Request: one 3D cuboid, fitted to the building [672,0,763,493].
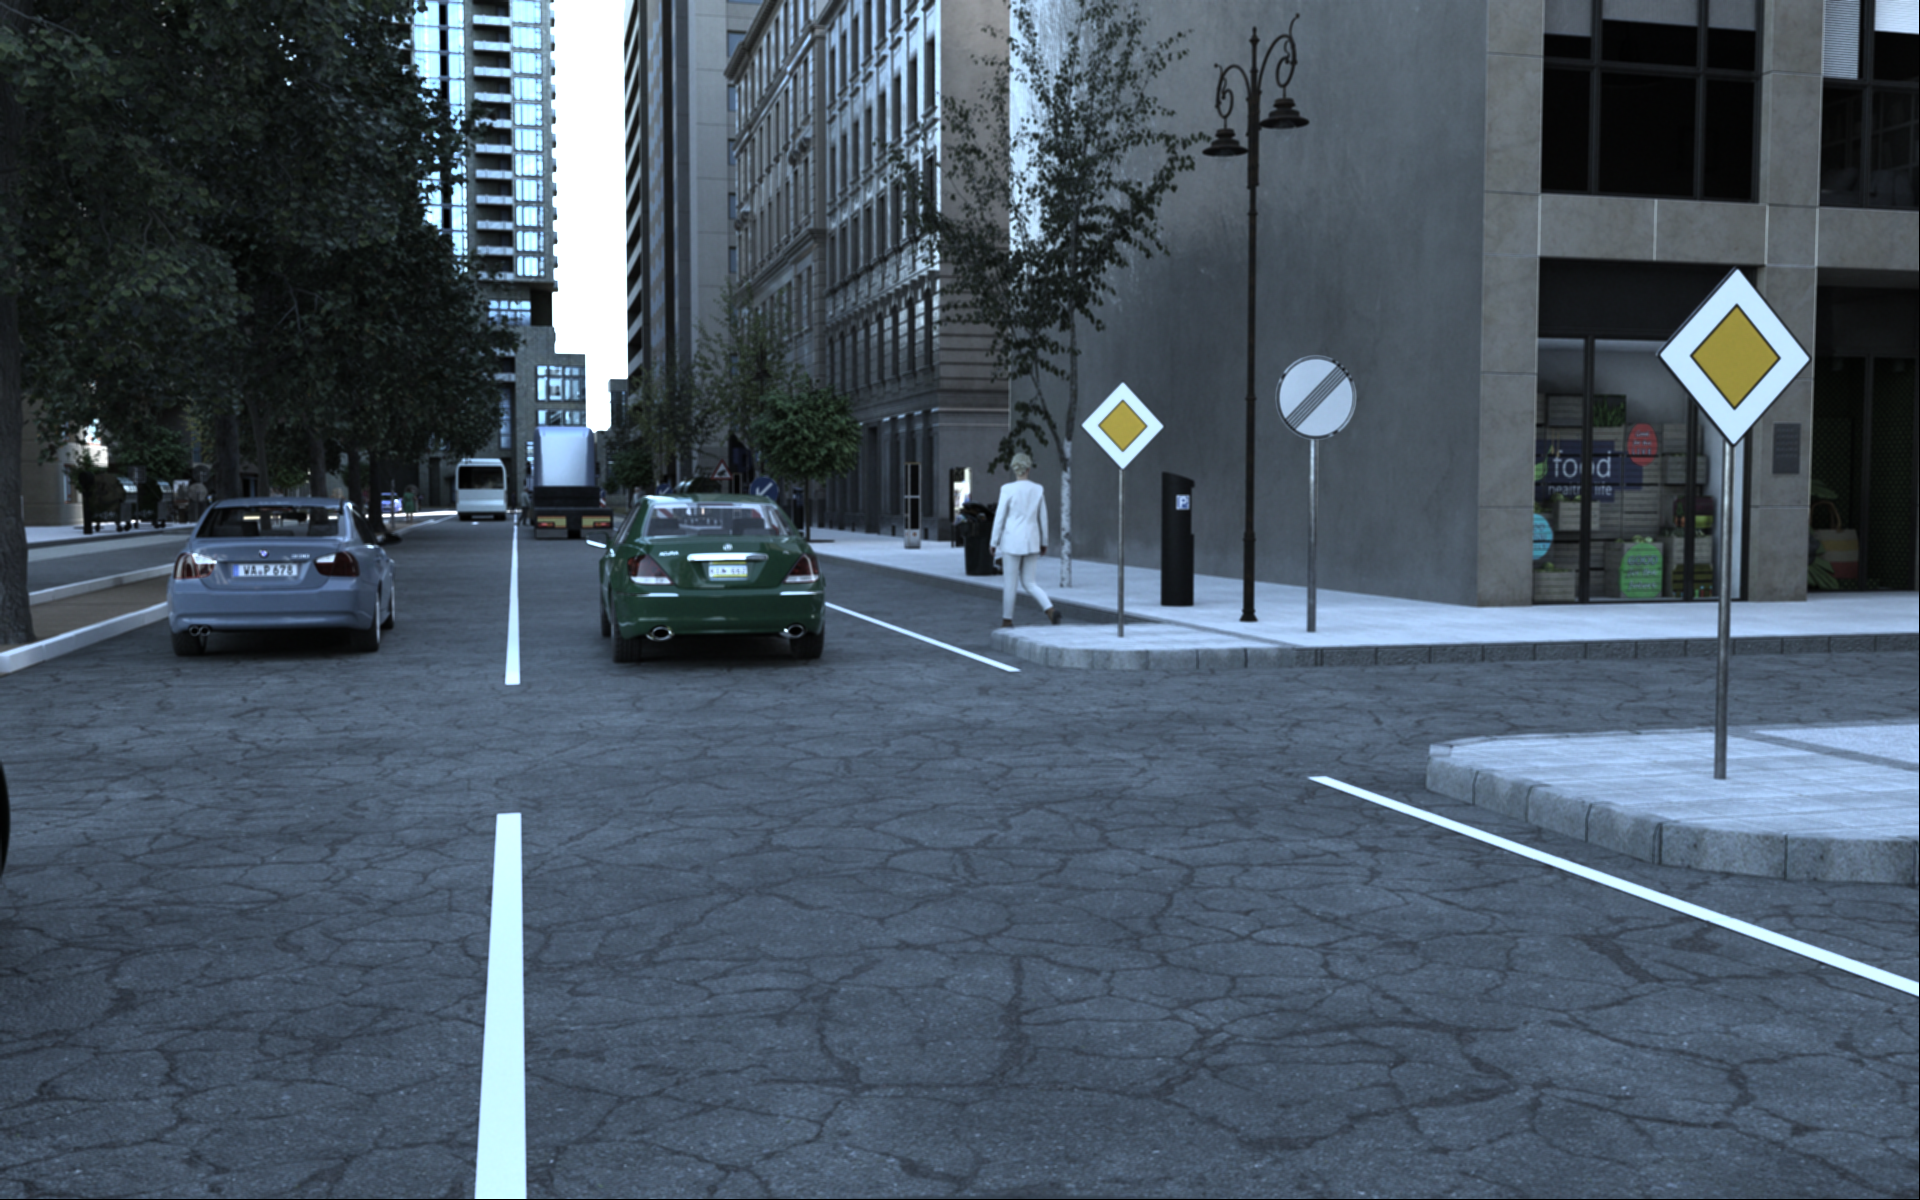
[{"bbox_3d":[-8.068,-34.900,112.612,21.231,58.520,28.212,-1,4,-14],"label":"building"}]

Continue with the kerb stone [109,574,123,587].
[{"bbox_3d":[-13.105,-0.274,26.681,0.120,0.150,1.000,-1,4,-14],"label":"kerb stone"}]

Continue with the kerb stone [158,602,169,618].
[{"bbox_3d":[-9.285,0.120,20.230,0.120,0.150,1.000,-1,4,-14],"label":"kerb stone"}]

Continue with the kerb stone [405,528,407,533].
[{"bbox_3d":[-19.983,-2.434,61.986,0.120,0.150,1.000,-1,4,-14],"label":"kerb stone"}]

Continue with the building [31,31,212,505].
[{"bbox_3d":[-56.396,-30.728,91.638,28.713,52.752,27.495,-1,4,-14],"label":"building"}]

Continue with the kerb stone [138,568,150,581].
[{"bbox_3d":[-13.612,-0.396,28.668,0.120,0.150,1.000,-1,4,-14],"label":"kerb stone"}]

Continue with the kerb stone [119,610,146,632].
[{"bbox_3d":[-8.775,0.242,18.250,0.120,0.150,1.000,-1,4,-14],"label":"kerb stone"}]

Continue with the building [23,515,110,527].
[{"bbox_3d":[-47.641,-13.086,58.989,27.650,21.520,28.899,-1,4,-14],"label":"building"}]

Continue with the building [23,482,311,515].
[{"bbox_3d":[-67.175,-17.856,136.991,28.899,21.520,27.650,-1,4,-14],"label":"building"}]

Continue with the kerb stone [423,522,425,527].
[{"bbox_3d":[-23.040,-3.160,73.900,0.120,0.150,1.000,-1,4,-14],"label":"kerb stone"}]

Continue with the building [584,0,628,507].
[{"bbox_3d":[-24.094,-53.401,185.769,31.000,86.520,22.319,-1,4,-14],"label":"building"}]

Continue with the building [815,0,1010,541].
[{"bbox_3d":[1.721,-12.658,56.113,9.793,20.994,18.267,-1,4,-14],"label":"building"}]

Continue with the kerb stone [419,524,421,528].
[{"bbox_3d":[-22.279,-2.979,70.907,0.120,0.150,1.000,-1,4,-14],"label":"kerb stone"}]

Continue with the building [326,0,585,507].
[{"bbox_3d":[-55.064,-52.948,178.379,31.000,86.520,22.319,-1,4,-14],"label":"building"}]

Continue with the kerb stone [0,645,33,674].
[{"bbox_3d":[-7.761,0.486,14.283,0.120,0.150,1.000,-1,4,-14],"label":"kerb stone"}]

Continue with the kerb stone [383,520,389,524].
[{"bbox_3d":[-27.883,-3.801,84.338,0.120,0.150,1.000,-1,4,-14],"label":"kerb stone"}]

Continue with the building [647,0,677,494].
[{"bbox_3d":[-16.299,-29.522,132.797,14.600,45.320,14.200,-1,4,-14],"label":"building"}]

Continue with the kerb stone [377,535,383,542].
[{"bbox_3d":[-17.695,-1.886,53.035,0.120,0.150,1.000,-1,4,-14],"label":"kerb stone"}]

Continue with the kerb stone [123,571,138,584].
[{"bbox_3d":[-13.353,-0.335,27.676,0.120,0.150,1.000,-1,4,-14],"label":"kerb stone"}]

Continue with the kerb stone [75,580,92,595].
[{"bbox_3d":[-12.597,-0.153,24.694,0.120,0.150,1.000,-1,4,-14],"label":"kerb stone"}]

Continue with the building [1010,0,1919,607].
[{"bbox_3d":[19.938,-13.930,32.278,34.151,26.468,19.350,-1,4,-14],"label":"building"}]

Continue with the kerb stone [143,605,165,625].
[{"bbox_3d":[-9.028,0.186,19.241,0.120,0.150,1.000,-1,4,-14],"label":"kerb stone"}]

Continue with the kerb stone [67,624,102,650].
[{"bbox_3d":[-8.262,0.363,16.267,0.120,0.150,1.000,-1,4,-14],"label":"kerb stone"}]

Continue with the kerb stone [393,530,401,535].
[{"bbox_3d":[-19.222,-2.250,58.995,0.120,0.150,1.000,-1,4,-14],"label":"kerb stone"}]

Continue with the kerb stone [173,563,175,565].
[{"bbox_3d":[-14.383,-0.579,31.656,0.120,0.150,1.000,-1,4,-14],"label":"kerb stone"}]

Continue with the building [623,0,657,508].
[{"bbox_3d":[-17.825,-32.288,151.605,21.300,48.544,21.600,-1,4,-14],"label":"building"}]

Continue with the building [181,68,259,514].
[{"bbox_3d":[-54.542,-28.362,113.826,14.600,45.320,14.200,-1,4,-14],"label":"building"}]

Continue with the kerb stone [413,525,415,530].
[{"bbox_3d":[-21.262,-2.735,66.938,0.120,0.150,1.000,-1,4,-14],"label":"kerb stone"}]

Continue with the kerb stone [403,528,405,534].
[{"bbox_3d":[-19.727,-2.373,60.988,0.120,0.150,1.000,-1,4,-14],"label":"kerb stone"}]

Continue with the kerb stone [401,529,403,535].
[{"bbox_3d":[-19.478,-2.312,59.995,0.120,0.150,1.000,-1,4,-14],"label":"kerb stone"}]

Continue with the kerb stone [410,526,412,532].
[{"bbox_3d":[-20.751,-2.615,64.958,0.120,0.150,1.000,-1,4,-14],"label":"kerb stone"}]

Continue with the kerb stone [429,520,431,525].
[{"bbox_3d":[-24.317,-3.467,78.876,0.120,0.150,1.000,-1,4,-14],"label":"kerb stone"}]

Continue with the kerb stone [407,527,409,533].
[{"bbox_3d":[-20.240,-2.494,62.978,0.120,0.150,1.000,-1,4,-14],"label":"kerb stone"}]

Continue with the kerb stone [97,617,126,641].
[{"bbox_3d":[-8.518,0.302,17.260,0.120,0.150,1.000,-1,4,-14],"label":"kerb stone"}]

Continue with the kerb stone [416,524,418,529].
[{"bbox_3d":[-21.766,-2.858,68.921,0.120,0.150,1.000,-1,4,-14],"label":"kerb stone"}]

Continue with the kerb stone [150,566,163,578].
[{"bbox_3d":[-13.866,-0.455,29.666,0.120,0.150,1.000,-1,4,-14],"label":"kerb stone"}]

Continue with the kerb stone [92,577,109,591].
[{"bbox_3d":[-12.846,-0.213,25.685,0.120,0.150,1.000,-1,4,-14],"label":"kerb stone"}]

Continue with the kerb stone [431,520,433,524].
[{"bbox_3d":[-24.825,-3.588,80.861,0.120,0.150,1.000,-1,4,-14],"label":"kerb stone"}]

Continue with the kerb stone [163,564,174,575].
[{"bbox_3d":[-14.126,-0.514,30.667,0.120,0.150,1.000,-1,4,-14],"label":"kerb stone"}]

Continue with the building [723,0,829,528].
[{"bbox_3d":[-2.895,-17.144,77.570,12.463,27.353,25.104,-1,4,-14],"label":"building"}]

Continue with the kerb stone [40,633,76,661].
[{"bbox_3d":[-8.007,0.427,15.275,0.120,0.150,1.000,-1,4,-14],"label":"kerb stone"}]
